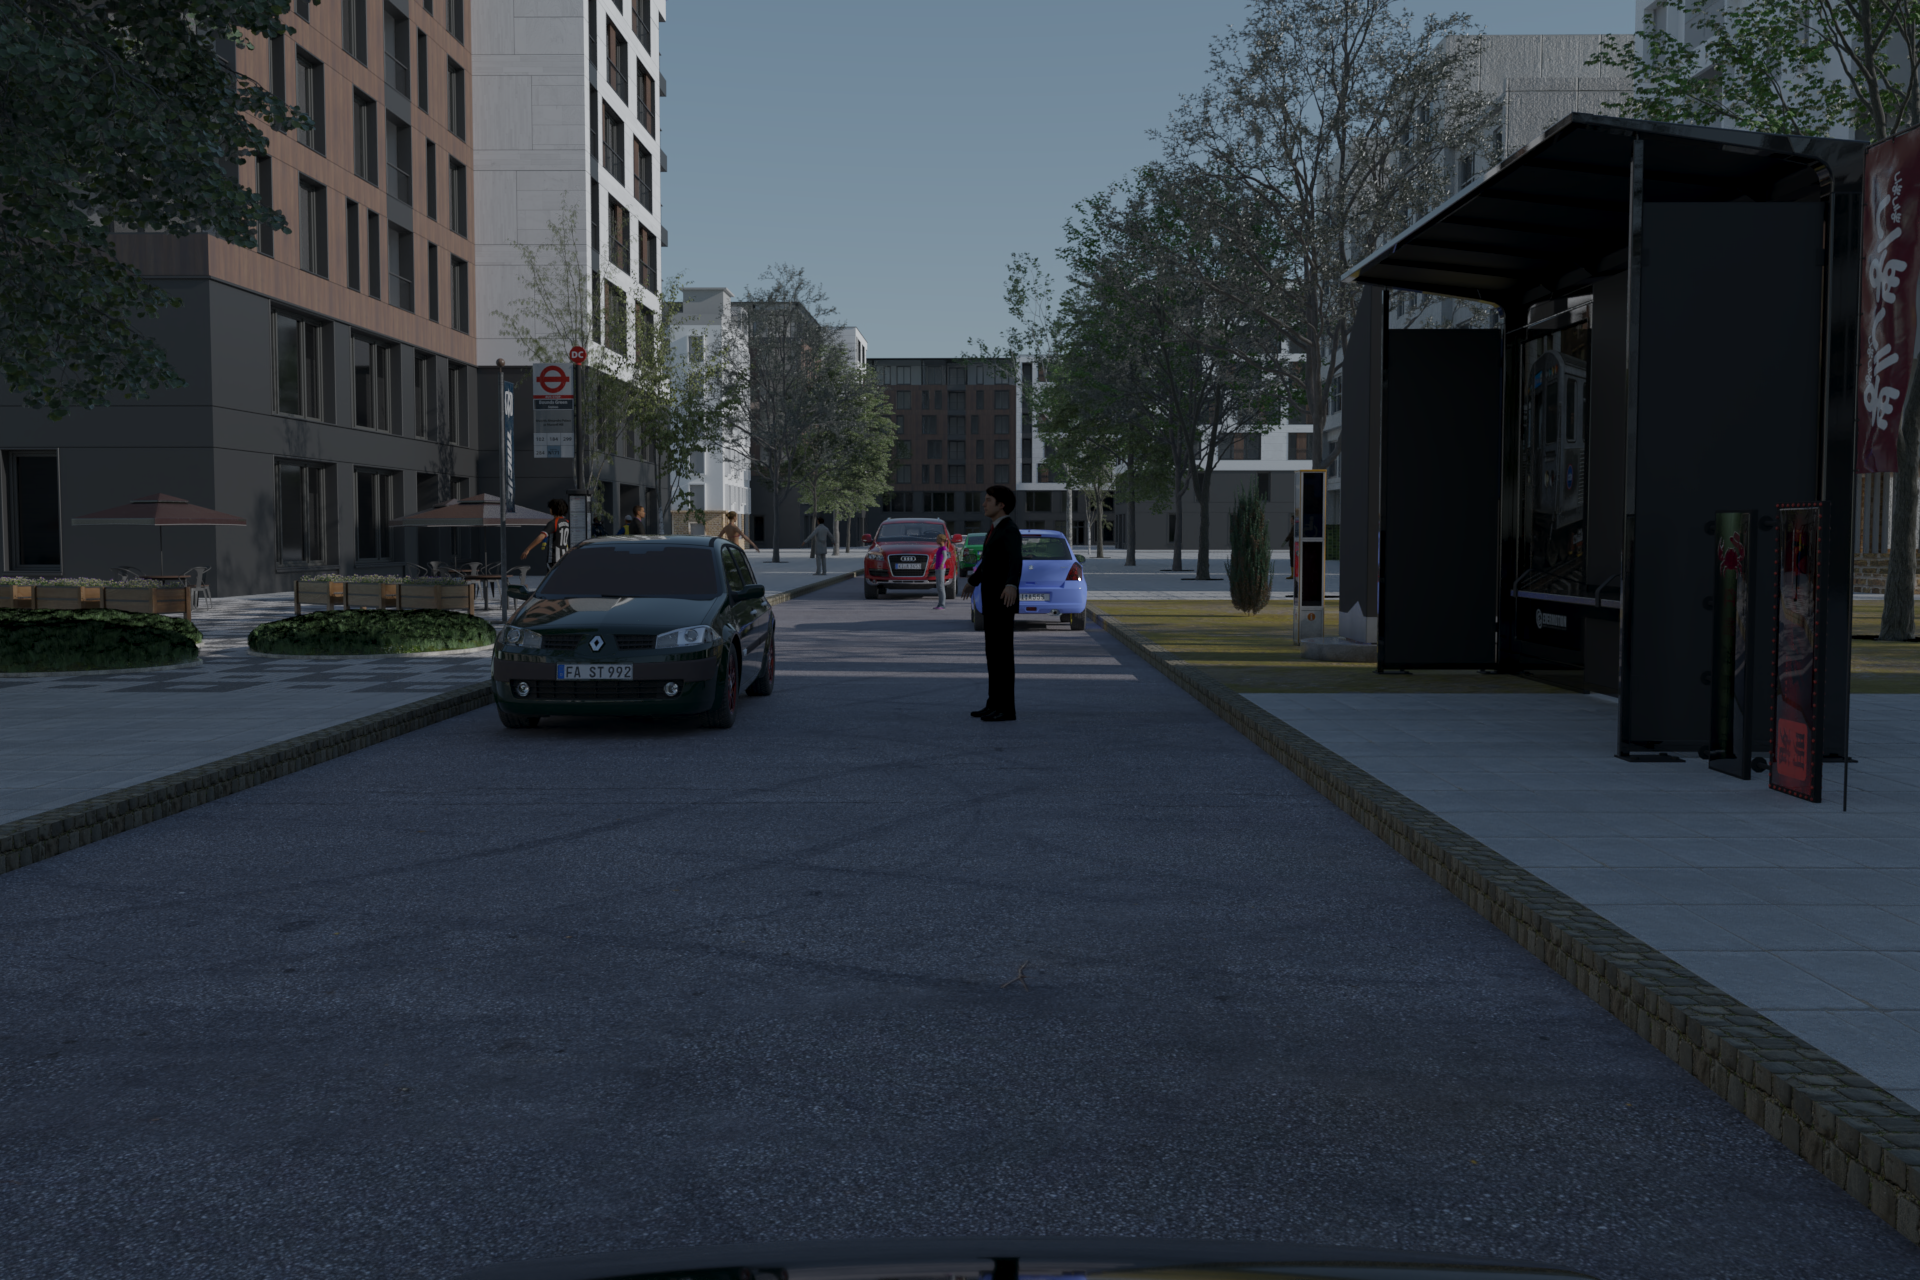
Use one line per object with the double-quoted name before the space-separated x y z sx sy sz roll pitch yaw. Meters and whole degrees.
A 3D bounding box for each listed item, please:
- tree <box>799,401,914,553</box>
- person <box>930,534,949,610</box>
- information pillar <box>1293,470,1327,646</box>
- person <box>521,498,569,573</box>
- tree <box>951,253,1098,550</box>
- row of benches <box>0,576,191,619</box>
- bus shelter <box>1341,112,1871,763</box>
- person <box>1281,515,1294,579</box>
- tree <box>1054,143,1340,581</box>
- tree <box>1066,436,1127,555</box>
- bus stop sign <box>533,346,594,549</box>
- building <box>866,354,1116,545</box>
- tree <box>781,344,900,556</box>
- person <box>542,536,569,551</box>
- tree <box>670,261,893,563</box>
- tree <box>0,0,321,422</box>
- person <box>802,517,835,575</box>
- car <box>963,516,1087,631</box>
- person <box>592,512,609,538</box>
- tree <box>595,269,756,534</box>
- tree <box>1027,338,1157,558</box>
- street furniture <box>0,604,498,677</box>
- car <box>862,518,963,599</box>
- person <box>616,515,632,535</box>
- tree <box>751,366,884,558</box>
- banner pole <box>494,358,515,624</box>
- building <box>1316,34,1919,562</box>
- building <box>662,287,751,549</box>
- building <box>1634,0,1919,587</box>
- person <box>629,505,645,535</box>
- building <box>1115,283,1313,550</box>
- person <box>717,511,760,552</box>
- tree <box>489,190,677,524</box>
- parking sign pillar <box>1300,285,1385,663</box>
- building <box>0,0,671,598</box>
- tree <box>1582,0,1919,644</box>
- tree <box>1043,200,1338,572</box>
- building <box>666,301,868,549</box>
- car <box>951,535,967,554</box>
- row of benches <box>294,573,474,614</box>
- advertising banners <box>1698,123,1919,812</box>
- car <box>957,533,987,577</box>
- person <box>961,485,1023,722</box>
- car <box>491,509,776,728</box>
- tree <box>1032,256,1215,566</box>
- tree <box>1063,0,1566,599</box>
"tree" -7.529 -11.117 116.178 8.767 10.594 7.601 -1 4 -15
"person" -0.426 -1.294 32.875 0.599 1.433 0.991 -1 4 -13
"information pillar" 4.013 -0.942 19.896 0.304 2.012 0.304 0 4 -1
"person" -6.194 -1.249 26.569 0.704 1.843 1.345 2 4 28
"tree" 6.138 -16.009 117.634 12.611 20.169 13.585 0 3 0
"row of benches" -12.728 -0.572 24.819 4.104 0.672 1.422 2 4 26
"bus shelter" 4.295 -1.315 12.780 1.731 3.624 6.357 0 4 1
"person" 9.465 -2.632 49.164 0.704 1.812 1.346 2 4 32
"tree" 6.644 -7.458 47.693 9.928 11.665 9.643 0 3 0
"tree" 7.971 -9.677 108.588 4.360 8.622 3.978 0 3 0
"bus stop sign" -5.637 -2.200 24.679 0.855 3.939 0.416 0 4 2
"building" 4.524 -22.216 209.663 32.646 21.610 27.936 0 4 1
"tree" -7.279 -11.319 103.197 7.486 12.596 7.792 0 3 0
"person" -8.640 -1.905 37.610 0.721 1.772 1.216 2 4 32
"tree" -8.110 -10.209 77.284 12.009 13.543 11.850 0 3 0
"tree" -8.859 -6.487 12.710 9.857 13.997 8.962 0 3 0
"person" -4.358 -2.923 53.977 0.705 1.806 1.347 3 5 45
"car" 1.018 -1.065 27.000 1.945 1.707 3.694 0 4 -1
"person" -9.002 -2.290 43.229 0.705 1.856 1.354 1 4 23
"tree" -8.229 -6.019 48.777 4.737 8.622 4.395 0 3 0
"tree" 7.378 -10.186 92.303 9.928 11.665 9.643 0 3 0
"street furniture" -10.469 -0.187 18.684 10.072 0.657 5.734 1 4 12
"car" -1.071 -1.905 39.818 2.281 1.827 5.304 0 4 1
"person" -9.690 -2.728 50.575 1.349 1.833 0.705 -3 5 -40
"tree" -7.485 -9.610 91.533 7.601 10.594 8.767 -1 4 -11
"banner pole" -6.535 -2.139 24.995 0.401 3.779 0.863 0 4 1
"building" 25.685 -12.453 70.056 16.747 18.905 31.486 0 4 1
"building" -22.845 -16.984 134.111 16.016 20.090 11.380 0 4 0
"building" 24.638 -11.767 48.811 16.016 20.090 11.380 0 4 0
"person" -5.812 -1.543 31.449 0.704 1.802 1.346 -2 4 -25
"building" 27.702 -19.037 155.226 27.936 21.610 32.646 0 4 1
"person" -4.362 -1.645 33.695 1.217 1.733 0.721 3 4 39
"tree" -8.556 -5.364 38.072 4.360 8.622 3.978 0 3 0
"parking sign pillar" 4.258 -1.794 17.812 1.447 3.967 1.447 0 4 0
"building" -25.254 -12.626 50.409 27.936 21.610 32.646 0 4 1
"tree" 11.271 -5.787 20.374 9.928 11.665 9.643 0 3 0
"tree" 7.615 -9.107 59.272 12.009 13.543 11.850 0 3 0
"building" -24.196 -19.870 168.850 27.936 21.610 32.646 0 4 1
"car" 0.063 -5.116 96.007 2.083 1.381 4.827 0 4 1
"row of benches" -8.779 -0.668 26.381 4.104 0.672 1.422 3 5 40
"advertising banners" 4.094 -0.749 8.430 0.090 3.025 2.074 0 4 1
"car" 0.876 -3.054 58.725 1.959 1.807 4.718 0 4 1
"person" 0.276 -0.290 13.387 0.705 1.806 1.347 -1 4 -14
"car" -2.519 -0.258 14.010 2.009 1.686 4.222 0 4 0
"tree" 6.821 -9.303 70.228 7.486 12.596 7.792 0 3 0
"tree" 7.309 -7.594 34.526 12.009 13.543 11.850 0 3 0
